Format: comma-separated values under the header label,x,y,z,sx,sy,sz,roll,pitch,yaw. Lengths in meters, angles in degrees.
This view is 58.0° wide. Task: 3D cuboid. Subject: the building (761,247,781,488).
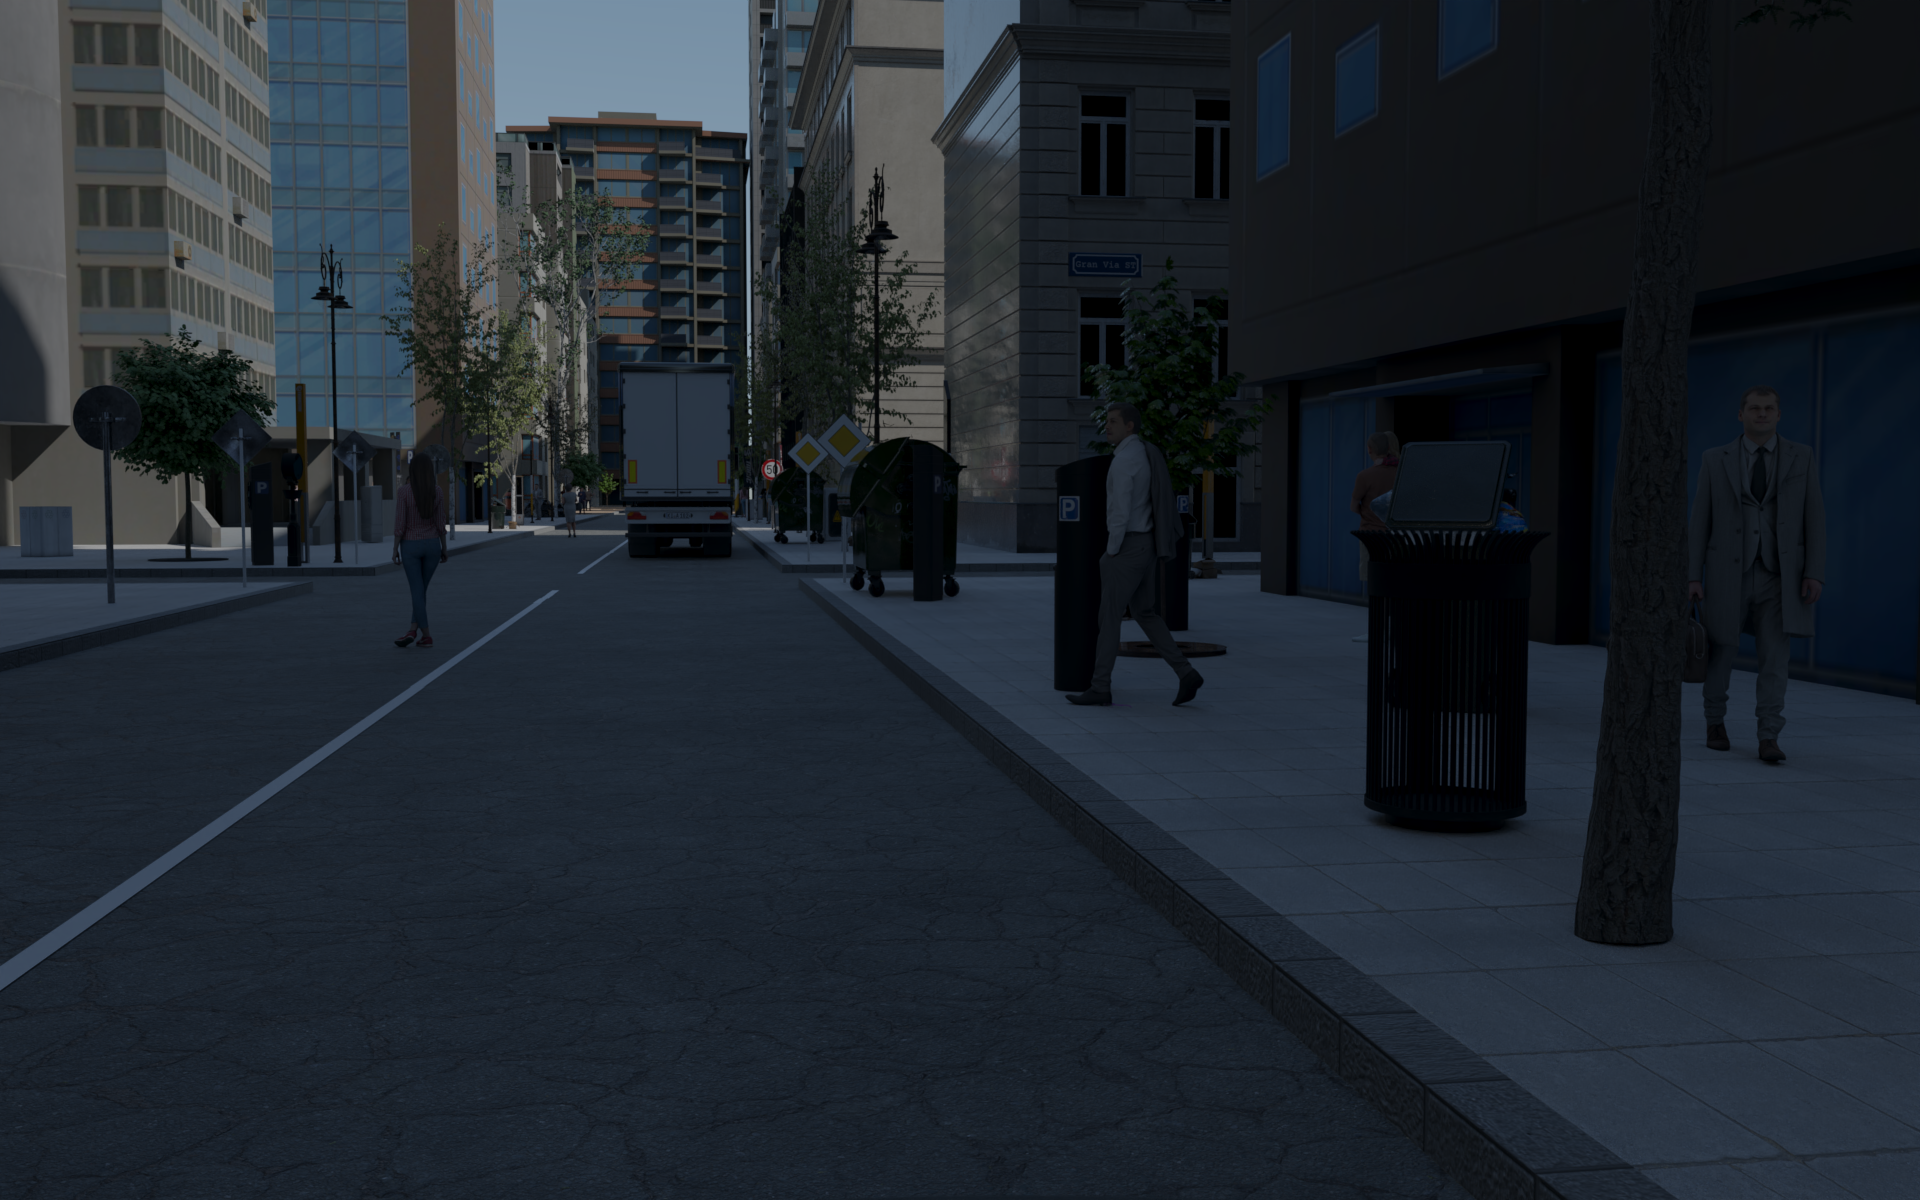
label,x,y,z,sx,sy,sz,roll,pitch,yaw
building,-1.297,-17.904,137.774,27.650,21.520,28.899,-1,4,-9

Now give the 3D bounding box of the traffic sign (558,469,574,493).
label,x,y,z,sx,sy,sz,roll,pitch,yaw
traffic sign,-19.812,-5.321,87.109,0.768,2.556,0.104,0,4,-7

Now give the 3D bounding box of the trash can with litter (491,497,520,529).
label,x,y,z,sx,sy,sz,roll,pitch,yaw
trash can with litter,-16.632,-3.173,63.272,1.055,1.170,0.624,-1,4,-10

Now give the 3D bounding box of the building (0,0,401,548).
label,x,y,z,sx,sy,sz,roll,pitch,yaw
building,-32.910,-21.679,46.337,32.217,40.220,23.993,-1,4,-9

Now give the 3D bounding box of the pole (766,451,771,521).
label,x,y,z,sx,sy,sz,roll,pitch,yaw
pole,-8.970,-5.342,81.177,0.158,3.312,0.155,0,3,0

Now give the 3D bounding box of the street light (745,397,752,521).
label,x,y,z,sx,sy,sz,roll,pitch,yaw
street light,-9.974,-6.659,81.659,0.468,5.910,1.993,-1,4,-9

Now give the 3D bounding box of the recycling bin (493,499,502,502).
label,x,y,z,sx,sy,sz,roll,pitch,yaw
recycling bin,-24.374,-4.755,90.301,0.722,1.027,0.722,-3,5,-44

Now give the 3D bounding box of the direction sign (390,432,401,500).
label,x,y,z,sx,sy,sz,roll,pitch,yaw
direction sign,-20.591,-4.357,63.239,0.379,3.537,0.876,-3,5,-40

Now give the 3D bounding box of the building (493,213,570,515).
label,x,y,z,sx,sy,sz,roll,pitch,yaw
building,-42.084,-16.762,119.098,27.650,21.520,28.899,-1,4,-9

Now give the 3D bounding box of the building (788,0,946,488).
label,x,y,z,sx,sy,sz,roll,pitch,yaw
building,1.155,-14.983,78.258,16.112,22.955,30.059,-1,4,-9

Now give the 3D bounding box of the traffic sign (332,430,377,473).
label,x,y,z,sx,sy,sz,roll,pitch,yaw
traffic sign,-11.061,-1.802,31.653,0.795,2.593,0.064,-1,4,-9

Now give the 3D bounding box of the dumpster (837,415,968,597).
label,x,y,z,sx,sy,sz,roll,pitch,yaw
dumpster,-0.749,-1.209,22.254,1.502,2.255,1.985,-1,4,-9

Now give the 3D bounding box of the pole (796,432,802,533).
label,x,y,z,sx,sy,sz,roll,pitch,yaw
pole,-5.281,-3.852,56.825,0.158,3.312,0.155,0,3,0

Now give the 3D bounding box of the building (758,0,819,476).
label,x,y,z,sx,sy,sz,roll,pitch,yaw
building,-7.734,-33.413,165.917,23.786,49.044,30.456,-1,4,-9

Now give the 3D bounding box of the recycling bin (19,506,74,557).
label,x,y,z,sx,sy,sz,roll,pitch,yaw
recycling bin,-18.744,-1.406,35.539,0.722,1.027,0.722,2,4,27

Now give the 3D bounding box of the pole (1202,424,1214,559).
label,x,y,z,sx,sy,sz,roll,pitch,yaw
pole,4.919,-2.476,34.320,0.158,3.312,0.155,0,3,0

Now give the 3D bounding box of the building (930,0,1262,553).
label,x,y,z,sx,sy,sz,roll,pitch,yaw
building,12.348,-15.089,43.969,25.104,27.353,12.463,-1,4,-9

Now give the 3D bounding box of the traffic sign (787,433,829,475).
label,x,y,z,sx,sy,sz,roll,pitch,yaw
traffic sign,-2.859,-1.877,32.884,0.795,2.593,0.064,-1,4,-9

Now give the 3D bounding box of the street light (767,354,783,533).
label,x,y,z,sx,sy,sz,roll,pitch,yaw
street light,-6.067,-5.147,56.946,0.468,5.910,1.993,-1,4,-9

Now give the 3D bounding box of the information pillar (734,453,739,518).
label,x,y,z,sx,sy,sz,roll,pitch,yaw
information pillar,-12.204,-6.314,94.589,0.183,3.616,0.504,-2,4,-27

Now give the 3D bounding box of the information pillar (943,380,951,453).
label,x,y,z,sx,sy,sz,roll,pitch,yaw
information pillar,-0.265,-2.698,35.459,0.183,3.616,0.504,-1,4,-9

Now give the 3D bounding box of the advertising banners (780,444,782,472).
label,x,y,z,sx,sy,sz,roll,pitch,yaw
advertising banners,-6.299,-4.022,61.941,0.090,3.025,2.074,0,4,2

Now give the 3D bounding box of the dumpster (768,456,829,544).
label,x,y,z,sx,sy,sz,roll,pitch,yaw
dumpster,-4.223,-2.614,45.227,1.502,2.255,1.985,-1,4,-9

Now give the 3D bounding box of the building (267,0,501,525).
label,x,y,z,sx,sy,sz,roll,pitch,yaw
building,-28.489,-26.080,76.511,14.600,45.320,14.200,-1,4,-9

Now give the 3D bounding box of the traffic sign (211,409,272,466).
label,x,y,z,sx,sy,sz,roll,pitch,yaw
traffic sign,-9.852,-1.319,23.759,0.795,2.593,0.064,-1,4,-9

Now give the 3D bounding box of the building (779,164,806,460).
label,x,y,z,sx,sy,sz,roll,pitch,yaw
building,-3.893,-16.573,100.644,12.332,23.373,15.834,-1,4,-9

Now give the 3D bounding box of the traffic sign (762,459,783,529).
label,x,y,z,sx,sy,sz,roll,pitch,yaw
traffic sign,-6.832,-3.852,63.082,0.768,2.556,0.104,0,4,-8

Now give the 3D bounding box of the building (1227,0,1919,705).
label,x,y,z,sx,sy,sz,roll,pitch,yaw
building,11.441,-22.366,15.792,14.600,45.320,14.200,-1,4,-9

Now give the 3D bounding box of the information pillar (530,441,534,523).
label,x,y,z,sx,sy,sz,roll,pitch,yaw
information pillar,-18.873,-5.196,76.306,0.183,3.616,0.504,-1,4,-13

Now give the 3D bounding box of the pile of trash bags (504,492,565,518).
label,x,y,z,sx,sy,sz,roll,pitch,yaw
pile of trash bags,-23.252,-5.171,94.291,1.912,1.369,3.447,3,5,42

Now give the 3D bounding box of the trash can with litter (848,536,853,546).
label,x,y,z,sx,sy,sz,roll,pitch,yaw
trash can with litter,-2.378,-1.894,42.347,1.055,1.170,0.624,3,5,43

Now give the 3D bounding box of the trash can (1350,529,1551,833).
label,x,y,z,sx,sy,sz,roll,pitch,yaw
trash can,1.892,0.301,6.735,0.748,1.137,0.748,0,3,0

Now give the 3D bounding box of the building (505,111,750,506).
label,x,y,z,sx,sy,sz,roll,pitch,yaw
building,-39.041,-33.445,201.446,28.867,44.769,22.147,-1,4,-9

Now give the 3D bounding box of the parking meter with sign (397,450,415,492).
label,x,y,z,sx,sy,sz,roll,pitch,yaw
parking meter with sign,-22.452,-4.414,68.422,1.738,3.016,0.543,-3,5,-40

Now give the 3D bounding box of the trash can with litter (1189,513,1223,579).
label,x,y,z,sx,sy,sz,roll,pitch,yaw
trash can with litter,3.427,-0.908,26.236,1.055,1.170,0.624,-2,4,-33

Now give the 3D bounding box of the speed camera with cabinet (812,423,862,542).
label,x,y,z,sx,sy,sz,roll,pitch,yaw
speed camera with cabinet,-3.114,-3.242,47.350,0.660,3.252,2.038,3,5,45

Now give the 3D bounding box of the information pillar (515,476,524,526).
label,x,y,z,sx,sy,sz,roll,pitch,yaw
information pillar,-17.864,-4.023,70.265,0.304,2.012,0.304,0,4,-8

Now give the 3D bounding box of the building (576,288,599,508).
label,x,y,z,sx,sy,sz,roll,pitch,yaw
building,-49.392,-19.388,162.041,28.899,21.520,27.650,-1,4,-9

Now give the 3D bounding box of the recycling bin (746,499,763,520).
label,x,y,z,sx,sy,sz,roll,pitch,yaw
recycling bin,-10.290,-4.531,86.636,0.722,1.027,0.722,-1,4,-19

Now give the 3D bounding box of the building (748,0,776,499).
label,x,y,z,sx,sy,sz,roll,pitch,yaw
building,-14.154,-46.809,203.580,20.611,71.187,20.563,-1,4,-9

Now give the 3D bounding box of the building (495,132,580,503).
label,x,y,z,sx,sy,sz,roll,pitch,yaw
building,-38.771,-22.590,141.043,14.160,30.474,14.107,-1,4,-9

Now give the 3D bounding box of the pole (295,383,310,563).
label,x,y,z,sx,sy,sz,roll,pitch,yaw
pole,-12.159,-2.335,32.023,0.158,3.312,0.155,0,3,0

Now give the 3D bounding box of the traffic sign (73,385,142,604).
label,x,y,z,sx,sy,sz,roll,pitch,yaw
traffic sign,-9.963,-1.232,20.256,0.768,2.556,0.104,0,4,-6

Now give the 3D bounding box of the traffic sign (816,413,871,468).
label,x,y,z,sx,sy,sz,roll,pitch,yaw
traffic sign,-1.650,-1.395,24.991,0.795,2.593,0.064,-1,4,-9

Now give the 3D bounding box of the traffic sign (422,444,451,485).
label,x,y,z,sx,sy,sz,roll,pitch,yaw
traffic sign,-13.357,-2.692,44.124,0.768,2.556,0.104,0,4,-2
